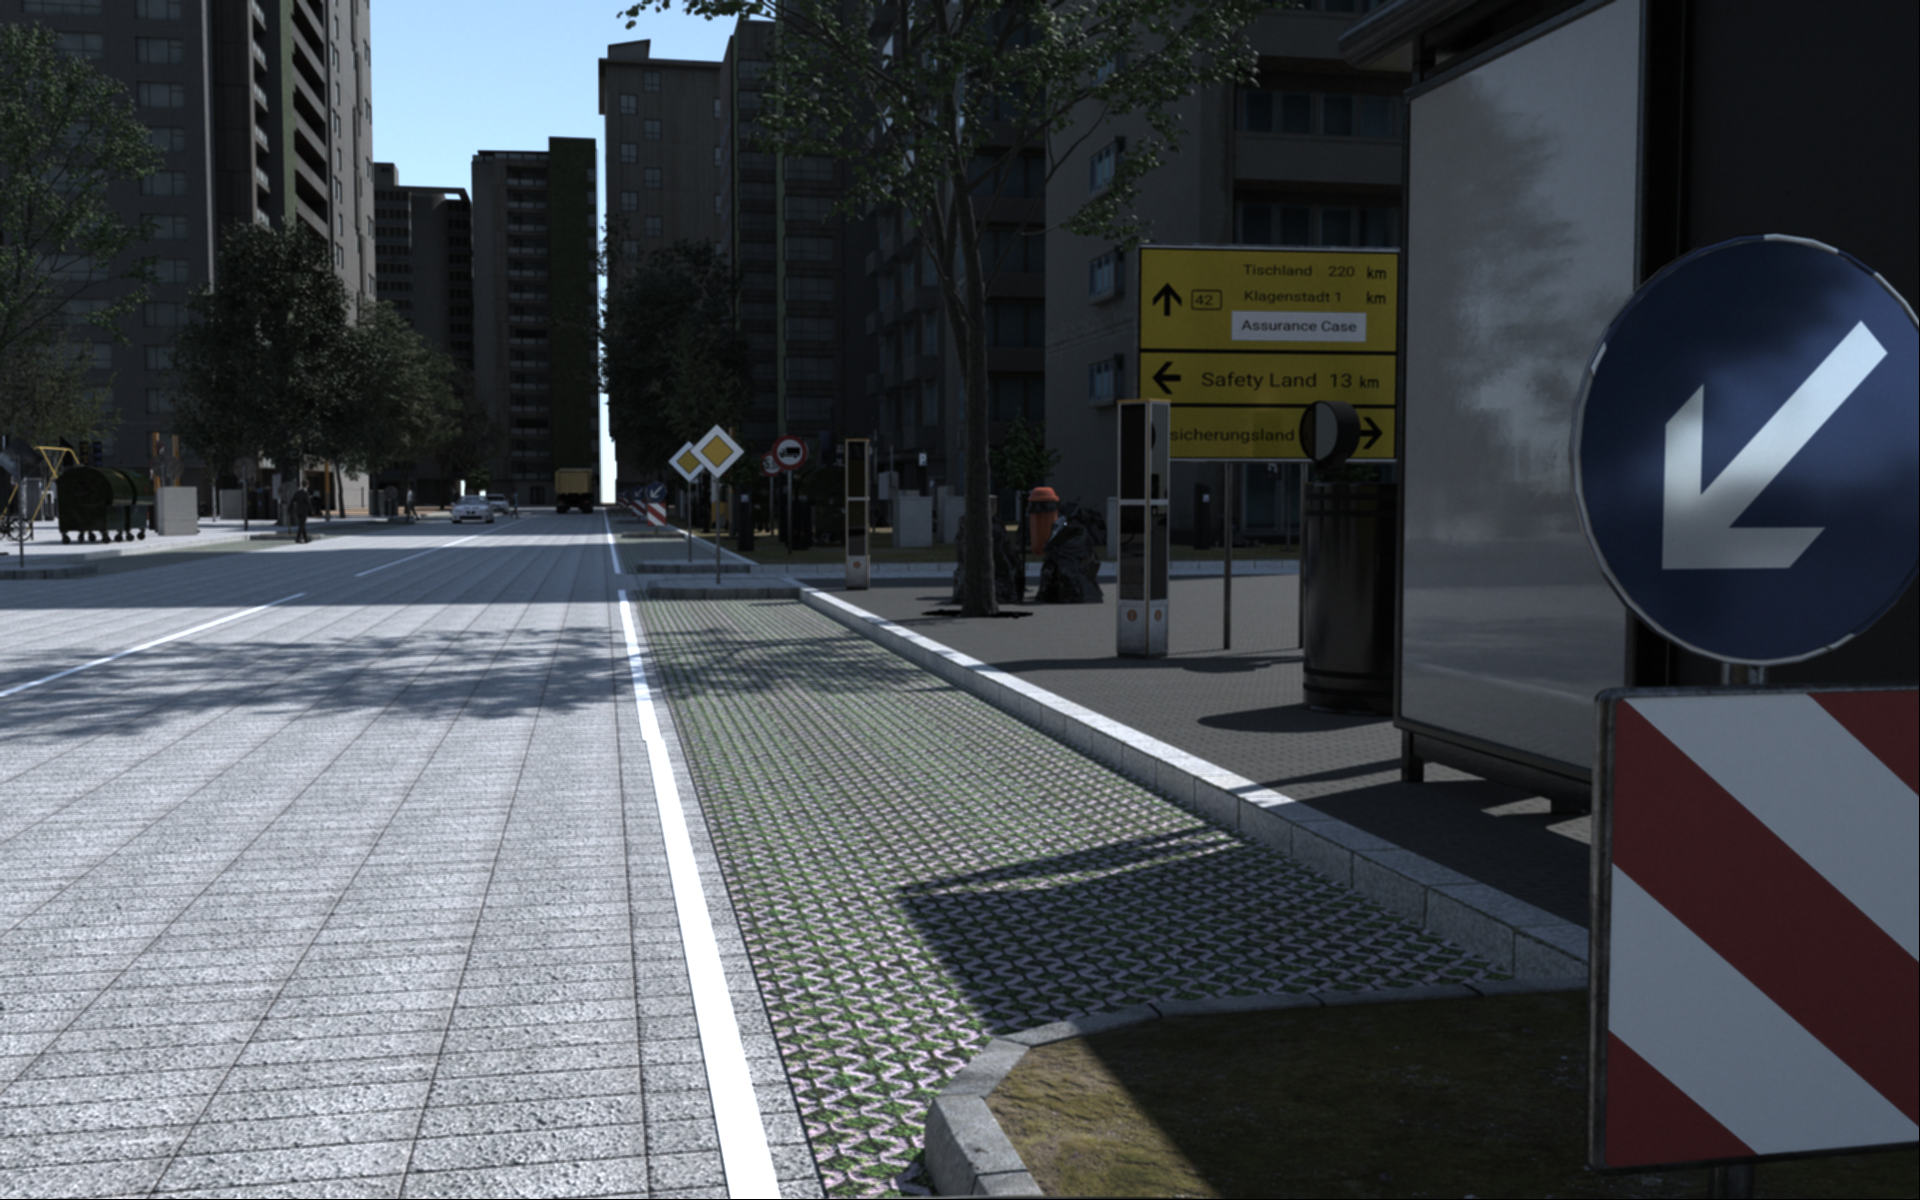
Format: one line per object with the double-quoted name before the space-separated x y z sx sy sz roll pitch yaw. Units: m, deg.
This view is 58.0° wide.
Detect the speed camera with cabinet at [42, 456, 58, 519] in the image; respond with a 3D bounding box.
"speed camera with cabinet" -47.277 -5.846 89.921 0.660 3.252 2.038 1 4 10

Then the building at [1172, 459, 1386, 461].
"building" 26.966 -19.983 171.768 28.899 21.520 27.650 -1 4 -12

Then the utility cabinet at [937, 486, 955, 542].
"utility cabinet" -0.390 -2.299 46.266 0.318 1.500 1.173 1 4 9

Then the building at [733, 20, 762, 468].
"building" -13.166 -28.812 154.669 14.154 41.232 14.086 -1 4 -12

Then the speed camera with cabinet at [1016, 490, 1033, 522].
"speed camera with cabinet" 3.622 -5.202 79.395 2.038 3.252 0.660 0 4 -6

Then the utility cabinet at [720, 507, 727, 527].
"utility cabinet" -8.746 -3.541 66.572 1.173 1.500 0.318 -2 4 -25

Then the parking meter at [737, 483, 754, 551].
"parking meter" -4.827 -1.870 38.984 0.372 1.533 0.369 0 3 0

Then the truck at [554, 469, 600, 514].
"truck" -29.007 -8.243 130.696 3.469 3.379 9.791 -1 4 -10

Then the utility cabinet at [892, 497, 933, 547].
"utility cabinet" -1.157 -1.885 41.979 1.020 1.237 0.306 -3 4 -38

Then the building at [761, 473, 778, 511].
"building" 0.340 -27.291 138.083 32.217 40.220 23.993 -1 4 -12

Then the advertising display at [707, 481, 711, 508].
"advertising display" -12.176 -4.986 86.732 0.974 1.923 0.123 -1 4 -22

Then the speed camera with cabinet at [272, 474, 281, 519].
"speed camera with cabinet" -30.828 -5.174 78.925 0.660 3.252 2.038 -1 4 -9

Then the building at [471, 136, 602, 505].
"building" -48.889 -31.624 200.642 14.086 41.232 14.154 -1 4 -12

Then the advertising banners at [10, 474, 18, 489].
"advertising banners" -49.167 -5.819 91.328 2.074 3.025 0.090 0 4 4

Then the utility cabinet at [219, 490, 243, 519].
"utility cabinet" -36.801 -4.826 87.585 0.318 1.500 1.173 3 5 43

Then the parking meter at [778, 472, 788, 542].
"parking meter" -4.649 -2.480 46.256 0.399 1.863 0.255 -1 4 -16

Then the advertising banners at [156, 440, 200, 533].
"advertising banners" -25.436 -3.675 56.277 2.074 3.025 0.090 2 4 30

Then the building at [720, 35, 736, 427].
"building" -15.750 -31.701 168.425 14.600 45.320 14.200 -1 4 -12

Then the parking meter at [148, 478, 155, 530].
"parking meter" -28.820 -3.433 61.839 0.255 1.863 0.399 -1 4 -16

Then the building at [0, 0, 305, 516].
"building" -49.409 -25.886 106.825 14.154 41.232 14.086 -1 4 -12

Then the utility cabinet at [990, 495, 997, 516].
"utility cabinet" 0.896 -3.221 63.818 1.020 1.237 0.306 -3 4 -39

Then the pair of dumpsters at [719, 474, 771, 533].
"pair of dumpsters" -7.329 -3.481 59.415 1.574 2.255 4.437 -1 4 -12

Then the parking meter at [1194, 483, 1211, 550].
"parking meter" 5.597 -1.934 40.028 0.372 1.533 0.369 0 3 0

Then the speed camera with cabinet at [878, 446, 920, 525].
"speed camera with cabinet" -2.518 -4.731 71.683 0.660 3.252 2.038 3 4 38

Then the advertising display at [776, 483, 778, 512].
"advertising display" -10.198 -5.838 100.658 0.974 1.923 0.123 0 4 -1

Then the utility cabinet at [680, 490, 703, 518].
"utility cabinet" -14.034 -5.003 90.473 1.173 1.500 0.318 -3 4 -38

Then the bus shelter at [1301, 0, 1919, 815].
"bus shelter" 3.046 -1.756 6.335 2.179 5.291 8.768 -1 4 -12

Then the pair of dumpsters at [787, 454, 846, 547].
"pair of dumpsters" -3.367 -2.526 43.801 1.574 2.255 4.437 -1 4 -12

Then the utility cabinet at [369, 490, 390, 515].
"utility cabinet" -34.350 -5.738 102.493 1.173 1.500 0.318 0 4 -3

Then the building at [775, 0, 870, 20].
"building" -5.570 -26.524 117.268 14.154 41.232 14.086 -1 4 -12

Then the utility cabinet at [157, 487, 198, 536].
"utility cabinet" -24.032 -2.722 53.176 0.318 1.500 1.173 2 4 30

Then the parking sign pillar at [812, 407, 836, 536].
"parking sign pillar" -4.013 -3.946 52.989 1.447 3.967 1.447 0 4 -7

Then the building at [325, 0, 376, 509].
"building" -66.268 -34.351 150.873 27.495 52.752 28.713 -1 4 -12

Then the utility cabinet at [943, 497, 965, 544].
"utility cabinet" 0.081 -2.061 44.867 1.020 1.237 0.306 0 4 -4

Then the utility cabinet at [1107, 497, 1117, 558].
"utility cabinet" 3.451 -1.431 34.556 1.020 1.237 0.306 1 4 13

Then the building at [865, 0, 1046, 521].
"building" 6.957 -29.108 95.532 23.786 49.044 30.456 -1 4 -12

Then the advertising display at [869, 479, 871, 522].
"advertising display" -3.862 -4.169 73.370 0.123 1.923 0.974 0 4 1

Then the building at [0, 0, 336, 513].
"building" -57.654 -30.543 123.085 21.300 48.544 21.600 -1 4 -12

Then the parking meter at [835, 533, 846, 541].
"parking meter" -3.256 -2.568 47.701 0.399 1.863 0.255 2 4 24

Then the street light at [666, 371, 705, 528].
"street light" -10.401 -5.686 65.514 1.470 5.913 1.316 -1 4 -12

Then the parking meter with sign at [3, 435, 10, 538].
"parking meter with sign" -28.753 -3.321 50.559 1.738 3.016 0.543 -3 4 -36

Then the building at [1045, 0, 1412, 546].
"building" 13.969 -26.305 53.787 21.600 48.544 21.300 -1 4 -12

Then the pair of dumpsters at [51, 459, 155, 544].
"pair of dumpsters" -22.848 -2.675 46.231 1.574 2.255 4.437 -1 4 -12

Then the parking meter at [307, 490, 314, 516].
"parking meter" -37.214 -5.556 99.244 0.372 1.533 0.369 0 3 0

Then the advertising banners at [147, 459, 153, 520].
"advertising banners" -40.310 -5.488 85.911 0.090 3.025 2.074 -1 4 -8

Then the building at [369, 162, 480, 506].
"building" -69.465 -31.400 205.270 23.993 40.220 32.217 -1 4 -12

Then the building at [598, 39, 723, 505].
"building" -29.786 -38.055 211.444 27.495 52.752 28.713 -1 4 -12
